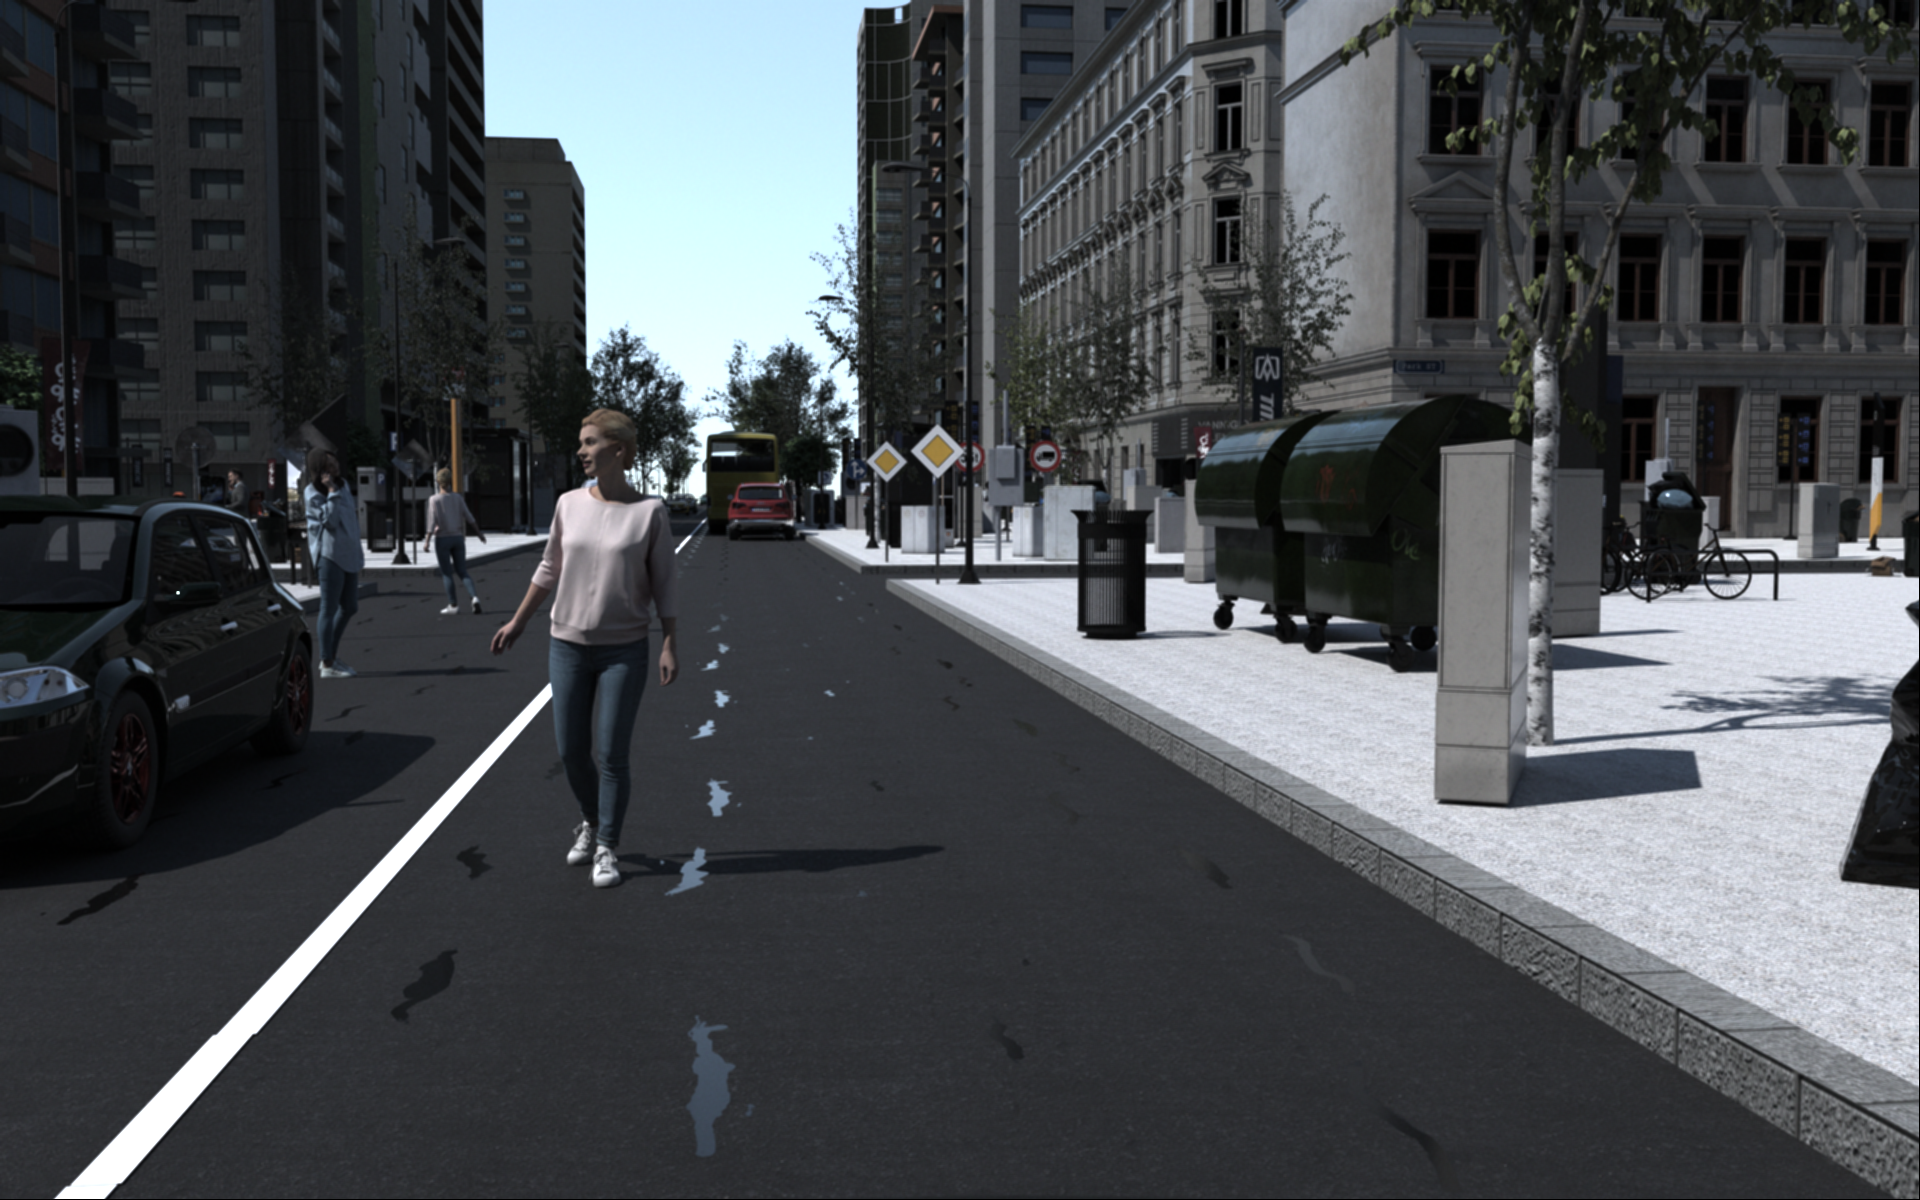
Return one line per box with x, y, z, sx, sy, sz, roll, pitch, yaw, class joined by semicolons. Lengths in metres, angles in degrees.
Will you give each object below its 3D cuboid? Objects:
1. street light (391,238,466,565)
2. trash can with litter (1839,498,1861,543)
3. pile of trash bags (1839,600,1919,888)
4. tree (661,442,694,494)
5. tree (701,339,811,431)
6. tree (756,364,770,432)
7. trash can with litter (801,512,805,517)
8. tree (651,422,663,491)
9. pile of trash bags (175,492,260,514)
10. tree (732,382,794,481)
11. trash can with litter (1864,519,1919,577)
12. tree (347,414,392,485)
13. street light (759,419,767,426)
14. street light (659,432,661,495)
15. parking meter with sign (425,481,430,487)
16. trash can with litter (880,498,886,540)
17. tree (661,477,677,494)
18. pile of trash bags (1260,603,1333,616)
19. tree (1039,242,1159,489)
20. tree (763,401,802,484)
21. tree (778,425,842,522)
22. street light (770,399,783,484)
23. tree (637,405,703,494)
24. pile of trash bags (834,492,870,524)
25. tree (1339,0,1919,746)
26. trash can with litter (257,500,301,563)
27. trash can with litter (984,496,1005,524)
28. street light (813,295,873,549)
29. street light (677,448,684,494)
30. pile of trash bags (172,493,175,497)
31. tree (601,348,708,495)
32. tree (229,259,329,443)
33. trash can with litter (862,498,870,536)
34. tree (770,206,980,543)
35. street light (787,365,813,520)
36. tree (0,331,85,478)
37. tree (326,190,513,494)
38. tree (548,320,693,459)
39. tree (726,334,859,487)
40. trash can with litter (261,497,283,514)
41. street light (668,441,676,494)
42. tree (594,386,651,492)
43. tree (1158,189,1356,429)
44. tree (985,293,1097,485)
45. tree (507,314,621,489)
-9.671;-3.609;31.540;1.470;5.913;1.316;0;4;-8;street light
23.326;-2.093;45.600;1.055;1.170;0.624;-2;4;-35;trash can with litter
4.397;0.290;5.006;1.912;1.369;3.447;-2;4;-29;pile of trash bags
-40.248;-17.996;244.600;4.737;8.622;4.395;0;3;0;tree
-24.827;-21.800;212.312;12.611;20.169;13.585;0;3;0;tree
-8.572;-8.544;90.057;4.360;8.622;3.978;0;3;0;tree
-8.981;-5.318;98.342;1.055;1.170;0.624;-2;4;-34;trash can with litter
-22.646;-10.492;121.900;4.360;8.622;3.978;0;3;0;tree
-29.423;-3.664;69.665;1.912;1.369;3.447;1;4;17;pile of trash bags
-19.512;-15.618;173.477;7.486;12.596;7.792;0;3;0;tree
14.642;-0.946;26.862;1.055;1.170;0.624;2;4;35;trash can with litter
-23.328;-5.008;65.594;4.285;4.588;4.351;0;3;0;tree
-11.512;-8.221;106.952;1.470;5.913;1.316;0;4;-8;street light
-22.809;-9.583;129.224;1.470;5.913;1.316;0;4;-8;street light
-30.532;-6.253;98.499;1.738;3.016;0.543;0;4;-5;parking meter with sign
-1.744;-2.238;47.974;1.055;1.170;0.624;1;4;15;trash can with litter
-30.443;-11.493;182.504;1.663;3.219;1.824;0;3;0;tree
4.706;-0.598;19.535;1.912;1.369;3.447;2;4;28;pile of trash bags
4.266;-6.177;51.350;4.360;8.622;3.978;0;3;0;tree
-13.323;-11.171;133.010;4.737;8.622;4.395;0;3;0;tree
-6.974;-5.970;81.315;4.285;4.588;4.351;0;3;0;tree
-8.549;-6.862;84.736;1.470;5.913;1.316;0;4;-8;street light
-33.081;-16.590;197.003;9.928;11.665;9.643;0;3;0;tree
-4.584;-4.017;75.425;1.912;1.369;3.447;1;4;20;pile of trash bags
3.199;-3.564;8.632;4.737;8.622;4.395;0;3;0;tree
-12.503;-1.273;32.198;1.055;1.170;0.624;-1;4;-10;trash can with litter
1.262;-3.966;75.896;1.678;1.210;2.233;0;4;-1;trash can with litter
-2.604;-4.166;40.647;1.470;5.913;1.316;0;4;-8;street light
-28.749;-12.311;173.820;1.470;5.913;1.316;0;4;-8;street light
-34.192;-4.236;79.007;3.447;1.369;1.912;0;4;-2;pile of trash bags
-26.147;-14.267;143.638;12.009;13.543;11.850;0;3;0;tree
-20.427;-6.345;54.101;4.360;8.622;3.978;0;3;0;tree
-2.438;-2.557;53.192;1.055;1.170;0.624;-1;4;-18;trash can with litter
-1.941;-5.786;44.958;4.360;8.622;3.978;0;3;0;tree
-5.544;-5.512;62.655;1.470;5.913;1.316;0;4;-8;street light
-18.477;-3.019;33.079;4.285;4.588;4.351;0;3;0;tree
-12.749;-5.610;42.089;4.360;8.622;3.978;0;3;0;tree
-18.676;-9.689;92.820;7.601;10.594;8.767;2;4;25;tree
-9.160;-10.186;100.949;7.601;10.594;8.767;2;4;31;tree
-16.383;-1.873;41.689;1.678;1.210;2.233;1;4;15;trash can with litter
-25.819;-10.965;151.811;1.470;5.913;1.316;0;4;-8;street light
-21.976;-9.789;110.420;4.360;8.622;3.978;0;3;0;tree
7.468;-5.550;41.101;4.360;8.622;3.978;0;3;0;tree
2.803;-6.895;63.104;4.737;8.622;4.395;0;3;0;tree
-16.584;-7.366;70.802;4.737;8.622;4.395;0;3;0;tree
